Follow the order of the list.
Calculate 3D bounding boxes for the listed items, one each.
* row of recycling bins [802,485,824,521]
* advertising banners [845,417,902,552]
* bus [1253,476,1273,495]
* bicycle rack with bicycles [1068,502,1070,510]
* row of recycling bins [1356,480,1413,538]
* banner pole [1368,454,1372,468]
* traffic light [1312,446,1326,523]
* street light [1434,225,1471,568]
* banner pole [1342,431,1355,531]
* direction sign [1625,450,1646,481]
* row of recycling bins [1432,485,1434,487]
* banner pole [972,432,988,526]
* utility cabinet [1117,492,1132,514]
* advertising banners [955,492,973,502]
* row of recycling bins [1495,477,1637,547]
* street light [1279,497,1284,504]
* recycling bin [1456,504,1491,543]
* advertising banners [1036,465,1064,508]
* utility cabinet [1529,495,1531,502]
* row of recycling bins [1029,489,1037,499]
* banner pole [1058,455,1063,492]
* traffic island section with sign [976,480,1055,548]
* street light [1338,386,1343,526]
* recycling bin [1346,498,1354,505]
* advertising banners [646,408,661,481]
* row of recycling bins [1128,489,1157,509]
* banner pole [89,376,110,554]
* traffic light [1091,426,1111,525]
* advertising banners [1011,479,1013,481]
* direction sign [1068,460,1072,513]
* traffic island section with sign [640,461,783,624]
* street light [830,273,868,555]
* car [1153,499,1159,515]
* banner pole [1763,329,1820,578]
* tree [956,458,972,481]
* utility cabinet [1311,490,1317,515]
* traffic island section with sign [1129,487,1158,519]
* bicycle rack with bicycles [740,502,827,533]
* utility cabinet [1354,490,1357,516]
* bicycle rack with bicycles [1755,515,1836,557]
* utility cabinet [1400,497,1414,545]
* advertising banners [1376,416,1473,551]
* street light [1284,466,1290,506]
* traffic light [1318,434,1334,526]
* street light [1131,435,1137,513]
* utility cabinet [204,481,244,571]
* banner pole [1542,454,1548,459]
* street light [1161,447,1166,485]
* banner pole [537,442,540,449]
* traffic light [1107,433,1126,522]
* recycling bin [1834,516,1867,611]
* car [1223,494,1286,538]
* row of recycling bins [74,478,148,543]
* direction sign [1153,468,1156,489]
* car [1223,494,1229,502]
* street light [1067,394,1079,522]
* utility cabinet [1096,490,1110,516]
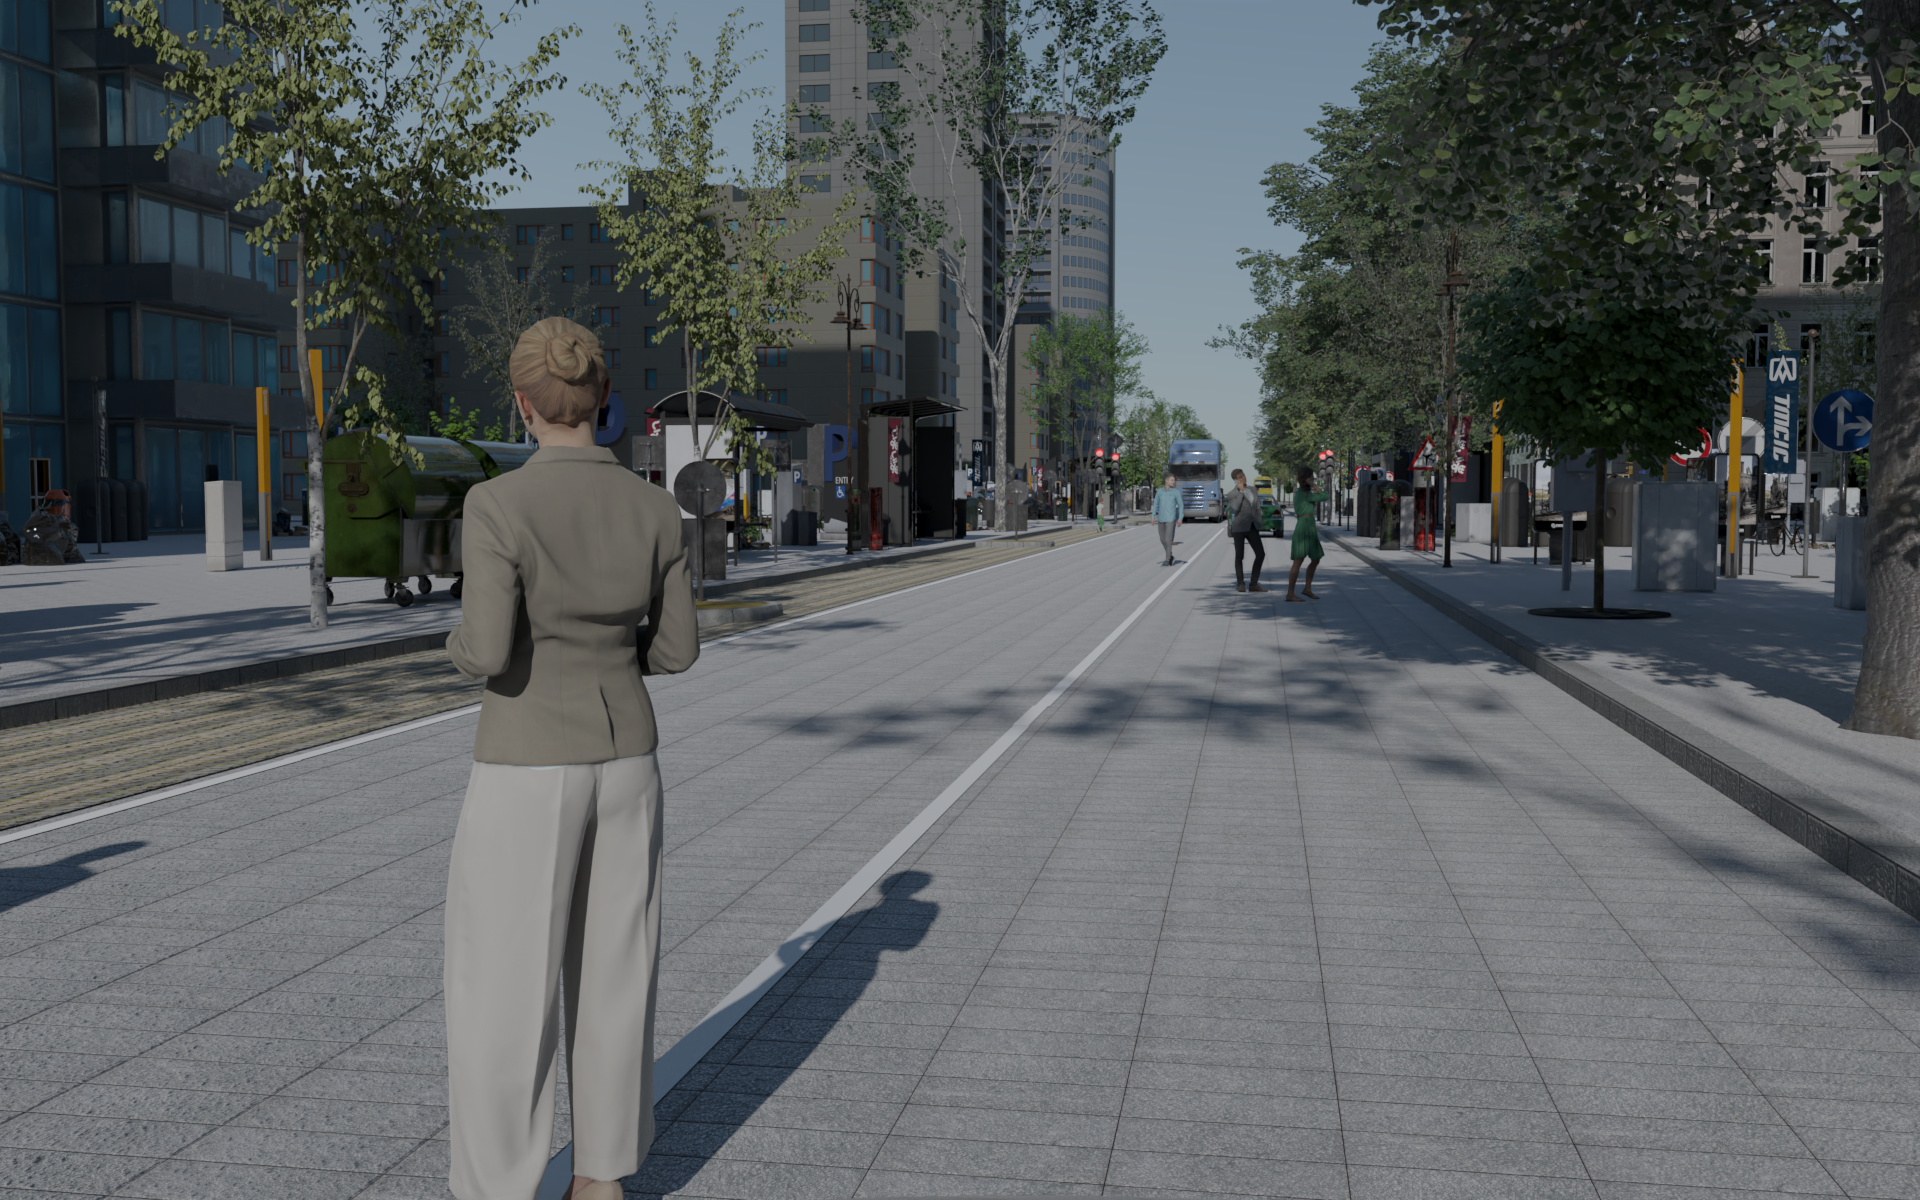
[{"bbox_3d":[-7.656,-4.635,82.890,3.534,1.692,1.069,3,5,44],"label":"row of recycling bins"},{"bbox_3d":[-1.930,-2.630,39.188,0.090,3.025,2.074,2,4,35],"label":"advertising banners"},{"bbox_3d":[42.159,-15.257,241.002,2.896,3.916,12.252,1,4,10],"label":"bus"},{"bbox_3d":[9.806,-7.532,136.535,2.852,0.926,2.925,0,4,-8],"label":"bicycle rack with bicycles"},{"bbox_3d":[12.512,-2.691,51.106,1.069,1.692,3.534,0,4,-3],"label":"row of recycling bins"},{"bbox_3d":[25.794,-7.303,109.416,0.863,3.779,0.401,-2,4,-33],"label":"banner pole"},{"bbox_3d":[16.218,-5.424,77.608,0.839,4.253,0.868,1,4,10],"label":"traffic light"},{"bbox_3d":[8.507,-3.503,30.064,0.468,5.910,1.993,1,4,10],"label":"street light"},{"bbox_3d":[13.629,-4.302,60.356,0.401,3.779,0.863,2,4,31],"label":"banner pole"},{"bbox_3d":[29.253,-5.078,75.015,0.876,3.537,0.379,2,4,29],"label":"direction sign"},{"bbox_3d":[17.586,-3.660,66.961,3.534,1.692,1.069,0,4,1],"label":"row of recycling bins"},{"bbox_3d":[0.852,-4.869,69.630,0.863,3.779,0.401,-1,4,-19],"label":"banner pole"},{"bbox_3d":[10.294,-6.130,108.911,1.173,1.500,0.318,-2,4,-35],"label":"utility cabinet"},{"bbox_3d":[-0.123,-6.934,109.552,2.074,3.025,0.090,2,4,30],"label":"advertising banners"},{"bbox_3d":[14.753,-2.139,42.090,3.534,1.692,1.069,0,4,1],"label":"row of recycling bins"},{"bbox_3d":[42.419,-15.529,226.685,0.468,5.910,1.993,1,4,10],"label":"street light"},{"bbox_3d":[13.668,-2.046,46.008,0.722,1.027,0.722,-1,4,-17],"label":"recycling bin"},{"bbox_3d":[5.478,-6.694,105.640,2.074,3.025,0.090,3,5,40],"label":"advertising banners"},{"bbox_3d":[26.852,-4.282,81.169,1.020,1.237,0.306,0,4,1],"label":"utility cabinet"},{"bbox_3d":[5.911,-7.866,135.716,3.534,1.692,1.069,-2,4,-27],"label":"row of recycling bins"},{"bbox_3d":[6.488,-7.438,111.632,0.401,3.779,0.863,2,4,28],"label":"banner pole"},{"bbox_3d":[1.537,-2.352,47.084,1.989,1.847,2.006,1,4,10],"label":"traffic island section with sign"},{"bbox_3d":[15.116,-5.869,68.753,0.468,5.910,1.993,1,4,10],"label":"street light"},{"bbox_3d":[24.793,-5.920,109.341,0.722,1.027,0.722,0,4,0],"label":"recycling bin"},{"bbox_3d":[-6.791,-2.364,34.840,2.074,3.025,0.090,-2,4,-31],"label":"advertising banners"},{"bbox_3d":[15.306,-8.454,145.338,1.069,1.692,3.534,3,5,43],"label":"row of recycling bins"},{"bbox_3d":[-18.192,-2.854,36.674,0.863,3.779,0.401,3,5,45],"label":"banner pole"},{"bbox_3d":[5.780,-5.037,71.283,0.839,4.253,0.868,1,4,10],"label":"traffic light"},{"bbox_3d":[3.341,-7.246,114.652,0.090,3.025,2.074,0,4,-5],"label":"advertising banners"},{"bbox_3d":[7.390,-7.533,115.166,0.379,3.537,0.876,2,4,32],"label":"direction sign"},{"bbox_3d":[-3.127,-0.692,19.947,1.989,1.847,2.006,1,4,10],"label":"traffic island section with sign"},{"bbox_3d":[-2.330,-3.894,36.447,0.468,5.910,1.993,1,4,10],"label":"street light"},{"bbox_3d":[14.283,-6.705,119.214,1.945,1.707,3.694,1,4,10],"label":"car"},{"bbox_3d":[12.727,-2.231,26.488,0.863,3.779,0.401,1,4,18],"label":"banner pole"},{"bbox_3d":[0.336,-10.426,154.173,4.285,4.588,4.351,0,3,0],"label":"tree"},{"bbox_3d":[21.844,-5.945,105.883,0.318,1.500,1.173,-3,4,-38],"label":"utility cabinet"},{"bbox_3d":[10.943,-5.684,101.560,1.989,1.847,2.006,1,4,10],"label":"traffic island section with sign"},{"bbox_3d":[-5.446,-2.658,56.847,2.925,0.926,2.852,0,4,3],"label":"bicycle rack with bicycles"},{"bbox_3d":[22.967,-5.482,98.311,1.173,1.500,0.318,1,4,20],"label":"utility cabinet"},{"bbox_3d":[17.711,-1.349,35.431,2.852,0.926,2.925,3,5,43],"label":"bicycle rack with bicycles"},{"bbox_3d":[11.394,-2.001,43.882,1.020,1.237,0.306,3,5,41],"label":"utility cabinet"},{"bbox_3d":[10.445,-2.618,38.986,2.074,3.025,0.090,1,4,15],"label":"advertising banners"},{"bbox_3d":[35.774,-13.165,188.040,0.468,5.910,1.993,1,4,10],"label":"street light"},{"bbox_3d":[14.860,-4.943,69.739,0.839,4.253,0.868,1,4,10],"label":"traffic light"},{"bbox_3d":[11.834,-8.923,118.684,0.468,5.910,1.993,1,4,10],"label":"street light"},{"bbox_3d":[-12.364,-1.248,29.081,0.318,1.500,1.173,-1,4,-9],"label":"utility cabinet"},{"bbox_3d":[13.175,-2.959,38.404,0.863,3.779,0.401,-2,4,-29],"label":"banner pole"},{"bbox_3d":[18.186,-11.156,155.186,0.468,5.910,1.993,1,4,10],"label":"street light"},{"bbox_3d":[-17.682,-4.988,71.568,0.863,3.779,0.401,1,4,13],"label":"banner pole"},{"bbox_3d":[7.137,-5.519,79.153,0.839,4.253,0.868,1,4,10],"label":"traffic light"},{"bbox_3d":[10.238,-0.414,19.319,0.722,1.027,0.722,1,4,13],"label":"recycling bin"},{"bbox_3d":[9.922,-2.842,58.260,2.131,1.459,4.920,1,4,8],"label":"car"},{"bbox_3d":[-22.792,-2.418,46.653,1.069,1.692,3.534,0,4,-6],"label":"row of recycling bins"},{"bbox_3d":[17.241,-9.876,153.467,0.379,3.537,0.876,0,4,-7],"label":"direction sign"},{"bbox_3d":[29.966,-11.309,194.683,2.009,1.686,4.222,1,4,11],"label":"car"},{"bbox_3d":[5.237,-6.559,80.030,0.468,5.910,1.993,1,4,10],"label":"street light"},{"bbox_3d":[8.217,-5.577,99.863,0.318,1.500,1.173,2,4,31],"label":"utility cabinet"}]
